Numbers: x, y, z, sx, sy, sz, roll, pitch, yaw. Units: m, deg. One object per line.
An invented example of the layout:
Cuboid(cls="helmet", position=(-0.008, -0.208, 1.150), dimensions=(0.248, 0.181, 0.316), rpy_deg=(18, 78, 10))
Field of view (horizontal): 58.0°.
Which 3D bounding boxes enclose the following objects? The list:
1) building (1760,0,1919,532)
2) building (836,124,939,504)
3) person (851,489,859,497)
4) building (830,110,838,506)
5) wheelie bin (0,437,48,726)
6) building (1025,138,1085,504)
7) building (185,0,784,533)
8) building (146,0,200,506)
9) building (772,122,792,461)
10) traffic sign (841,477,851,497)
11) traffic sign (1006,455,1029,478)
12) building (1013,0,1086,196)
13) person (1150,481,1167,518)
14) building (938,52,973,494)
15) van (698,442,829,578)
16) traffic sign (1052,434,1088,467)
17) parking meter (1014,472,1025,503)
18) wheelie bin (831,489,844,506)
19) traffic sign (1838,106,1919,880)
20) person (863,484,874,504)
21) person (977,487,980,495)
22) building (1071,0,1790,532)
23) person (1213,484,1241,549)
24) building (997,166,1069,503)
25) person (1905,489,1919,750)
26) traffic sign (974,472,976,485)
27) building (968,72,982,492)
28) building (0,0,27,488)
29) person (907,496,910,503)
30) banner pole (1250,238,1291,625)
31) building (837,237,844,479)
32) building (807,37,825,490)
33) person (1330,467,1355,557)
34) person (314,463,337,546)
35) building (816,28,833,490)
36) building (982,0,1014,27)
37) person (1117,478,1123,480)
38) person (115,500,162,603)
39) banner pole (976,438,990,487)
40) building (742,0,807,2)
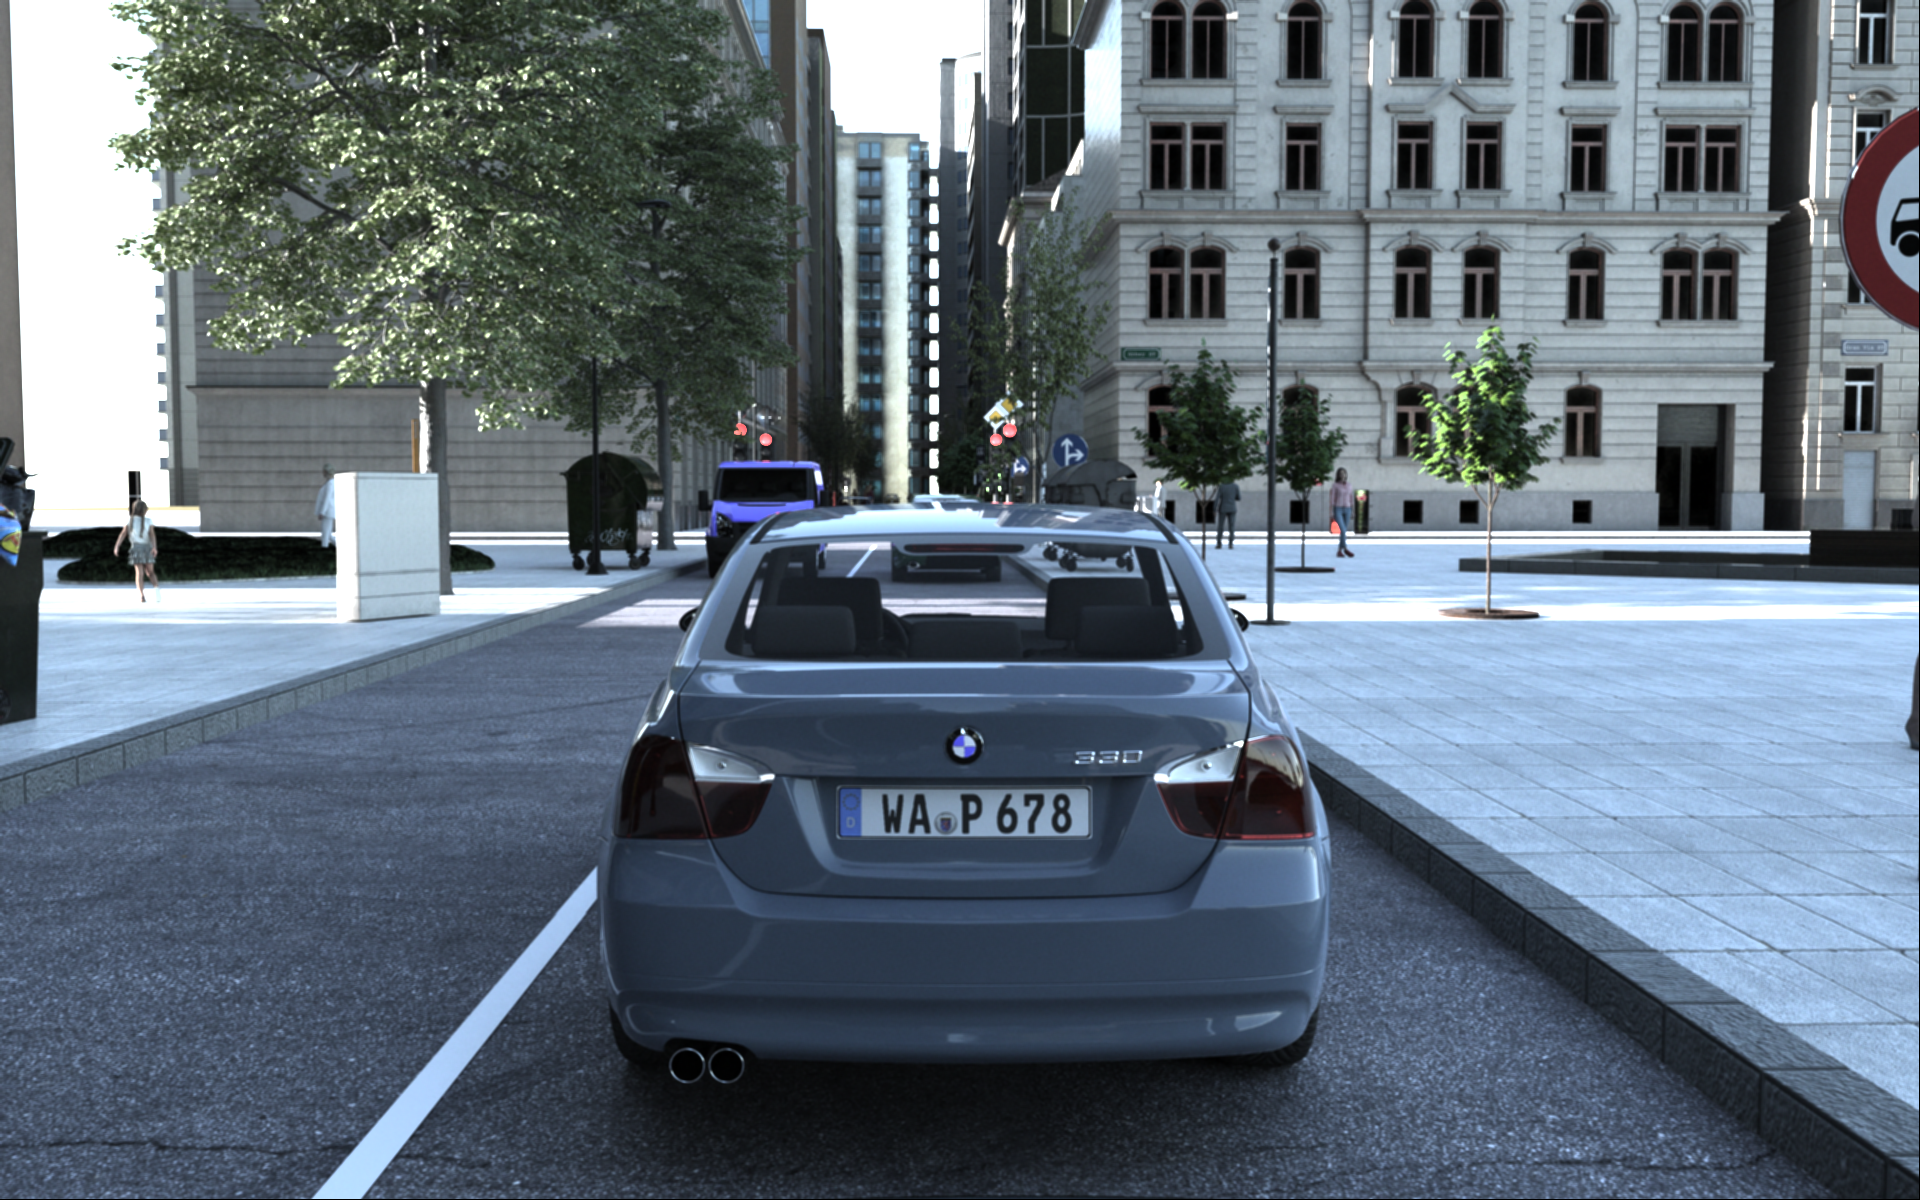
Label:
Cuboid(cls="building", position=(40.599, -16.308, 63.895), dimensions=(25.104, 27.353, 12.463), rpy_deg=(0, 4, -1))
Cuboid(cls="building", position=(-18.046, -37.152, 227.046), dimensions=(30.456, 49.044, 23.786), rpy_deg=(0, 4, -1))
Cuboid(cls="person", position=(-9.727, -9.438, 161.059), dimensions=(1.217, 1.736, 0.721), rpy_deg=(3, 5, 41))
Cuboid(cls="building", position=(-19.981, -30.288, 178.798), dimensions=(14.154, 41.232, 14.086), rpy_deg=(0, 4, -1))
Cuboid(cls="wheelie bin", position=(-5.606, -0.110, 9.706), dimensions=(0.980, 1.594, 0.693), rpy_deg=(0, 4, 7))
Cuboid(cls="building", position=(9.535, -15.115, 101.874), dimensions=(10.420, 20.320, 16.860), rpy_deg=(0, 4, -1))
Cuboid(cls="building", position=(-17.969, -18.468, 78.372), dimensions=(17.030, 29.872, 44.131), rpy_deg=(0, 4, -1))
Cuboid(cls="building", position=(-71.760, -39.626, 189.890), dimensions=(28.212, 58.520, 21.231), rpy_deg=(0, 4, -1))
Cuboid(cls="building", position=(-17.951, -19.852, 110.482), dimensions=(13.634, 28.700, 20.117), rpy_deg=(0, 4, -1))
Cuboid(cls="traffic sign", position=(-8.512, -7.922, 129.637), dimensions=(0.768, 2.556, 0.104), rpy_deg=(0, 4, 1))
Cuboid(cls="traffic sign", position=(1.879, -3.471, 56.852), dimensions=(0.768, 2.556, 0.104), rpy_deg=(0, 4, 1))
Cuboid(cls="building", position=(12.872, -42.929, 140.135), dimensions=(20.563, 71.187, 20.611), rpy_deg=(0, 4, -1))
Cuboid(cls="person", position=(6.466, -3.081, 56.621), dimensions=(0.583, 1.804, 0.606), rpy_deg=(2, 4, 30))
Cuboid(cls="building", position=(11.302, -41.869, 226.549), dimensions=(28.212, 58.520, 21.231), rpy_deg=(0, 4, -1))
Cuboid(cls="van", position=(-3.433, -1.653, 31.404), dimensions=(2.240, 2.365, 5.245), rpy_deg=(0, 4, -2))
Cuboid(cls="traffic sign", position=(2.324, -2.238, 36.697), dimensions=(0.768, 2.556, 0.104), rpy_deg=(0, 4, -1))
Cuboid(cls="parking meter", position=(1.561, -2.449, 45.754), dimensions=(0.255, 1.863, 0.399), rpy_deg=(0, 4, 8))
Cuboid(cls="wheelie bin", position=(-8.317, -6.721, 117.801), dimensions=(0.693, 1.594, 0.980), rpy_deg=(2, 4, 24))
Cuboid(cls="traffic sign", position=(3.225, -0.340, 5.668), dimensions=(0.768, 2.556, 0.104), rpy_deg=(0, 4, 3))
Cuboid(cls="person", position=(-3.733, -3.789, 70.432), dimensions=(0.573, 1.828, 0.580), rpy_deg=(-3, 5, -39))
Cuboid(cls="person", position=(0.968, -4.501, 80.639), dimensions=(0.522, 1.701, 0.512), rpy_deg=(2, 4, 30))
Cuboid(cls="building", position=(16.250, -16.942, 64.392), dimensions=(23.554, 28.519, 14.401), rpy_deg=(0, 4, -1))
Cuboid(cls="person", position=(6.257, -2.107, 40.676), dimensions=(0.661, 1.801, 0.590), rpy_deg=(0, 4, -7))
Cuboid(cls="building", position=(8.564, -17.815, 120.158), dimensions=(11.050, 23.489, 19.941), rpy_deg=(0, 4, -1))
Cuboid(cls="person", position=(5.074, -0.145, 8.761), dimensions=(0.599, 1.781, 0.374), rpy_deg=(0, 4, -8))
Cuboid(cls="traffic sign", position=(0.927, -4.722, 79.332), dimensions=(0.606, 2.300, 0.079), rpy_deg=(0, 4, -1))
Cuboid(cls="building", position=(11.811, -34.748, 191.830), dimensions=(21.300, 48.544, 21.600), rpy_deg=(0, 4, -1))
Cuboid(cls="building", position=(-49.781, -16.458, 62.597), dimensions=(24.014, 27.812, 14.314), rpy_deg=(0, 4, -1))
Cuboid(cls="person", position=(-2.798, -5.028, 94.985), dimensions=(0.640, 1.303, 0.475), rpy_deg=(-2, 4, -34))
Cuboid(cls="banner pole", position=(3.090, -1.665, 17.247), dimensions=(0.401, 3.779, 0.863), rpy_deg=(0, 4, 5))
Cuboid(cls="building", position=(-20.225, -25.911, 195.342), dimensions=(14.107, 30.474, 14.160), rpy_deg=(0, 4, -1))
Cuboid(cls="building", position=(-19.240, -28.549, 150.368), dimensions=(14.154, 41.232, 14.086), rpy_deg=(0, 4, -1))
Cuboid(cls="person", position=(7.759, -1.783, 35.212), dimensions=(0.555, 1.821, 0.388), rpy_deg=(-2, 4, -26))
Cuboid(cls="person", position=(-11.508, -1.580, 31.752), dimensions=(0.818, 1.842, 0.514), rpy_deg=(-3, 5, -40))
Cuboid(cls="building", position=(-19.371, -31.465, 164.568), dimensions=(14.600, 45.320, 14.200), rpy_deg=(0, 4, -1))
Cuboid(cls="building", position=(12.604, -38.144, 165.647), dimensions=(21.231, 58.520, 28.212), rpy_deg=(0, 4, -1))
Cuboid(cls="person", position=(4.989, -2.922, 54.155), dimensions=(0.374, 1.781, 0.599), rpy_deg=(1, 4, 20))
Cuboid(cls="person", position=(-9.672, -0.570, 20.375), dimensions=(0.505, 1.210, 0.382), rpy_deg=(-1, 4, -22))
Cuboid(cls="banner pole", position=(1.080, -5.326, 77.094), dimensions=(0.863, 3.779, 0.401), rpy_deg=(2, 4, 25))
Cuboid(cls="building", position=(-19.251, -29.713, 135.920), dimensions=(14.600, 45.320, 14.200), rpy_deg=(0, 4, -1))
